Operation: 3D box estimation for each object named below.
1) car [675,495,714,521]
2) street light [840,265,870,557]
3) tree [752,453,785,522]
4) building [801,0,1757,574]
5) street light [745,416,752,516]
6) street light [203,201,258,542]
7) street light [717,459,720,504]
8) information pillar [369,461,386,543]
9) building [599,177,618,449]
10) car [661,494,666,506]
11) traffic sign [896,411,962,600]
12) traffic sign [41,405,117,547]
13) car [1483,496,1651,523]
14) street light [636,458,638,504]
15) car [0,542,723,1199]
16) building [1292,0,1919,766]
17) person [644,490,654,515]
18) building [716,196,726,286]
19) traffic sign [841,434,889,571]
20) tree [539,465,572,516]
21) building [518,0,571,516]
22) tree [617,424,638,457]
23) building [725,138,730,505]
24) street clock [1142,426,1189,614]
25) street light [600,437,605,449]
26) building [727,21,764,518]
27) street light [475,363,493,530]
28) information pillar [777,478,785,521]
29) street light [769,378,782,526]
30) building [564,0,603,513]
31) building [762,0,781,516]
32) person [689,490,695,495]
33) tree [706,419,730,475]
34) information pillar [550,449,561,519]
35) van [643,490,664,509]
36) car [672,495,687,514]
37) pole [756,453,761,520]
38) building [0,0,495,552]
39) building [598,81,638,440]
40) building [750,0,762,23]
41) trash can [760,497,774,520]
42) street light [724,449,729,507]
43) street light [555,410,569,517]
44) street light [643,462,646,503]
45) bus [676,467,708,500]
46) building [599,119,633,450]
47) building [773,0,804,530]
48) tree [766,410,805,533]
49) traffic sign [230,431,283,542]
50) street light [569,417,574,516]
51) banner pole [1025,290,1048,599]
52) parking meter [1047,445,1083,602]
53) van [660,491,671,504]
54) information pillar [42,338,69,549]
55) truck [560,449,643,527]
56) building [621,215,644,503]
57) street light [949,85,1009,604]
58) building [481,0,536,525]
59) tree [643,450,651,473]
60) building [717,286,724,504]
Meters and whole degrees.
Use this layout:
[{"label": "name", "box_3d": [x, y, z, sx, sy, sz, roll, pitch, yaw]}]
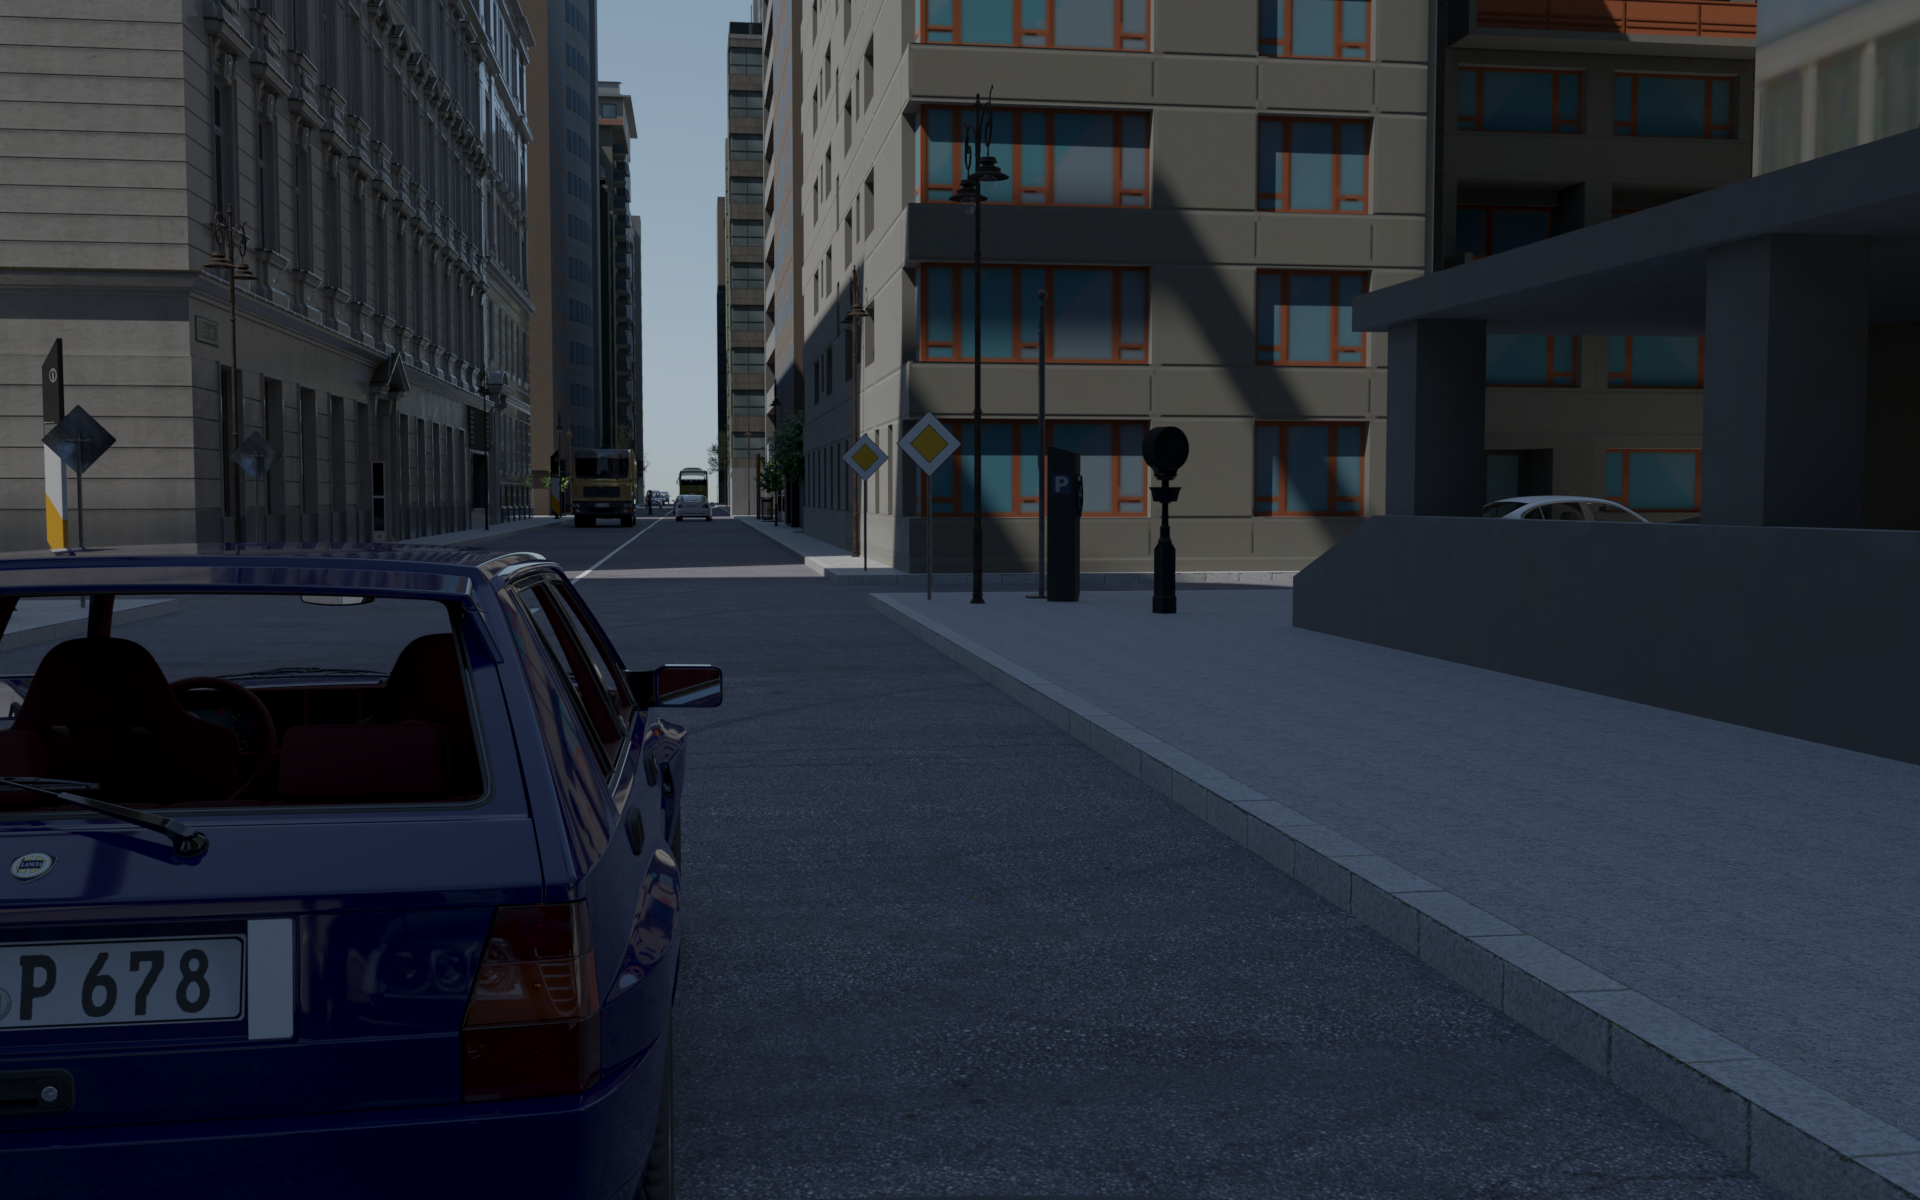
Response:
[{"label": "car", "box_3d": [-14.166, -4.887, 92.262, 2.083, 1.381, 4.827, 0, 4, -7]}, {"label": "street light", "box_3d": [-2.127, -3.810, 35.084, 0.468, 5.910, 1.993, -1, 4, -9]}, {"label": "tree", "box_3d": [-8.762, -5.201, 79.632, 1.663, 3.219, 1.824, 0, 3, 0]}, {"label": "building", "box_3d": [11.389, -12.109, 43.022, 28.899, 21.520, 27.650, -1, 4, -9]}, {"label": "street light", "box_3d": [-12.539, -7.952, 102.801, 0.468, 5.910, 1.993, -1, 4, -9]}, {"label": "street light", "box_3d": [-11.614, -3.360, 27.727, 0.468, 5.910, 1.993, -1, 4, -9]}, {"label": "street light", "box_3d": [-31.530, -15.566, 227.290, 0.468, 5.910, 1.993, -1, 4, -9]}, {"label": "information pillar", "box_3d": [-12.993, -2.090, 38.670, 0.304, 2.012, 0.304, -2, 4, -24]}, {"label": "building", "box_3d": [-40.051, -24.017, 164.374, 14.160, 30.474, 14.107, -1, 4, -9]}, {"label": "car", "box_3d": [-38.064, -12.612, 218.206, 2.014, 1.417, 4.499, -1, 4, -11]}, {"label": "traffic sign", "box_3d": [-0.375, -1.059, 20.951, 0.795, 2.450, 0.064, -1, 4, -9]}, {"label": "traffic sign", "box_3d": [-9.912, -0.971, 19.520, 0.795, 2.450, 0.064, -1, 4, -9]}, {"label": "car", "box_3d": [8.957, -0.795, 24.994, 4.499, 1.417, 2.014, -1, 4, -9]}, {"label": "street light", "box_3d": [-40.817, -15.072, 219.207, 0.468, 5.910, 1.993, -1, 4, -9]}, {"label": "car", "box_3d": [-1.540, 0.515, 4.162, 1.945, 1.354, 3.894, -1, 4, -9]}, {"label": "building", "box_3d": [20.187, -19.525, 11.120, 32.217, 40.220, 23.993, -1, 4, -9]}, {"label": "person", "box_3d": [-21.480, -6.751, 119.597, 0.721, 1.743, 1.217, -3, 5, -43]}, {"label": "building", "box_3d": [-28.579, -36.954, 254.313, 14.600, 45.320, 14.200, -1, 4, -9]}, {"label": "traffic sign", "box_3d": [-1.581, -1.541, 28.845, 0.795, 2.450, 0.064, -1, 4, -9]}, {"label": "tree", "box_3d": [-23.142, -6.443, 99.937, 1.663, 3.219, 1.824, 0, 3, 0]}, {"label": "building", "box_3d": [-32.045, -27.990, 107.744, 14.600, 45.320, 14.200, -1, 4, -9]}, {"label": "tree", "box_3d": [-35.281, -13.953, 178.497, 4.737, 8.622, 4.395, 0, 3, 0]}, {"label": "building", "box_3d": [-20.320, -31.751, 202.723, 14.154, 41.232, 14.086, -1, 4, -9]}, {"label": "street clock", "box_3d": [2.202, -0.858, 18.598, 0.471, 2.002, 0.358, -2, 4, -31]}, {"label": "street light", "box_3d": [-28.201, -10.036, 136.874, 0.468, 5.910, 1.993, -1, 4, -9]}, {"label": "building", "box_3d": [-7.791, -20.751, 110.985, 14.160, 30.474, 14.107, -1, 4, -9]}, {"label": "street light", "box_3d": [-16.746, -5.402, 61.115, 0.468, 5.910, 1.993, -1, 4, -9]}, {"label": "information pillar", "box_3d": [-8.371, -4.703, 81.387, 0.304, 2.012, 0.304, 3, 5, 40]}, {"label": "street light", "box_3d": [-7.334, -5.881, 68.935, 0.468, 5.910, 1.993, -1, 4, -9]}, {"label": "building", "box_3d": [-38.130, -35.836, 127.922, 21.231, 58.520, 28.212, -1, 4, -9]}, {"label": "building", "box_3d": [0.474, -28.739, 93.583, 21.300, 48.544, 21.600, -1, 4, -9]}, {"label": "person", "box_3d": [-18.867, -6.888, 122.065, 0.756, 1.711, 0.436, 1, 4, 19]}, {"label": "tree", "box_3d": [-24.183, -15.472, 187.383, 7.601, 10.594, 8.767, 2, 4, 30]}, {"label": "information pillar", "box_3d": [-20.814, -5.975, 89.040, 0.183, 3.616, 0.504, 3, 5, 39]}, {"label": "van", "box_3d": [-30.671, -10.171, 173.299, 2.013, 2.044, 4.112, -1, 4, -10]}, {"label": "car", "box_3d": [-19.829, -6.915, 125.421, 2.083, 1.381, 4.827, -1, 4, -10]}, {"label": "pole", "box_3d": [-10.136, -5.702, 87.067, 0.158, 3.312, 0.155, 0, 3, 0]}, {"label": "building", "box_3d": [-23.416, -16.561, 47.180, 17.030, 29.872, 44.131, -1, 4, -9]}, {"label": "building", "box_3d": [-56.399, -38.827, 224.053, 28.713, 52.752, 27.495, -1, 4, -9]}, {"label": "building", "box_3d": [-9.762, -33.331, 164.577, 23.786, 49.044, 30.456, -1, 4, -9]}, {"label": "trash can", "box_3d": [-9.554, -4.539, 85.861, 0.748, 1.137, 0.748, 0, 3, 0]}, {"label": "street light", "box_3d": [-23.979, -12.551, 178.003, 0.468, 5.910, 1.993, -1, 4, -9]}, {"label": "street light", "box_3d": [-21.961, -7.480, 95.082, 0.468, 5.910, 1.993, -1, 4, -9]}, {"label": "street light", "box_3d": [-46.104, -17.150, 253.186, 0.468, 5.910, 1.993, -1, 4, -9]}, {"label": "bus", "box_3d": [-24.616, -10.274, 159.520, 2.896, 3.916, 12.252, -1, 4, -10]}, {"label": "building", "box_3d": [-48.848, -33.172, 196.983, 22.147, 44.769, 28.867, -1, 4, -9]}, {"label": "building", "box_3d": [-0.049, -25.525, 67.451, 14.600, 45.320, 14.200, -1, 4, -9]}, {"label": "tree", "box_3d": [-4.785, -4.536, 57.874, 4.285, 4.588, 4.351, 0, 3, 0]}, {"label": "traffic sign", "box_3d": [-11.118, -1.454, 27.414, 0.795, 2.450, 0.064, -1, 4, -9]}, {"label": "street light", "box_3d": [-23.228, -7.992, 103.462, 0.468, 5.910, 1.993, -1, 4, -9]}, {"label": "banner pole", "box_3d": [1.001, -1.928, 21.539, 0.401, 3.779, 0.863, 0, 4, -2]}, {"label": "parking meter", "box_3d": [1.252, -0.914, 20.663, 0.399, 1.863, 0.255, 1, 4, 17]}, {"label": "van", "box_3d": [-43.591, -15.169, 255.030, 2.013, 2.044, 4.112, -1, 4, -9]}, {"label": "information pillar", "box_3d": [-13.676, -2.131, 26.196, 0.504, 3.616, 0.183, 2, 4, 35]}, {"label": "truck", "box_3d": [-15.719, -4.943, 76.750, 3.469, 3.379, 9.791, -1, 4, -9]}, {"label": "building", "box_3d": [-52.442, -34.409, 246.176, 14.154, 41.232, 14.086, -1, 4, -9]}, {"label": "street light", "box_3d": [0.207, -2.897, 20.147, 0.468, 5.910, 1.993, -1, 4, -9]}, {"label": "building", "box_3d": [-26.971, -17.933, 79.109, 13.634, 28.700, 20.117, -1, 4, -9]}, {"label": "tree", "box_3d": [-48.408, -18.901, 259.386, 4.360, 8.622, 3.978, 0, 3, 0]}, {"label": "building", "box_3d": [-26.670, -28.688, 240.749, 14.160, 30.474, 14.107, -1, 4, -9]}]
